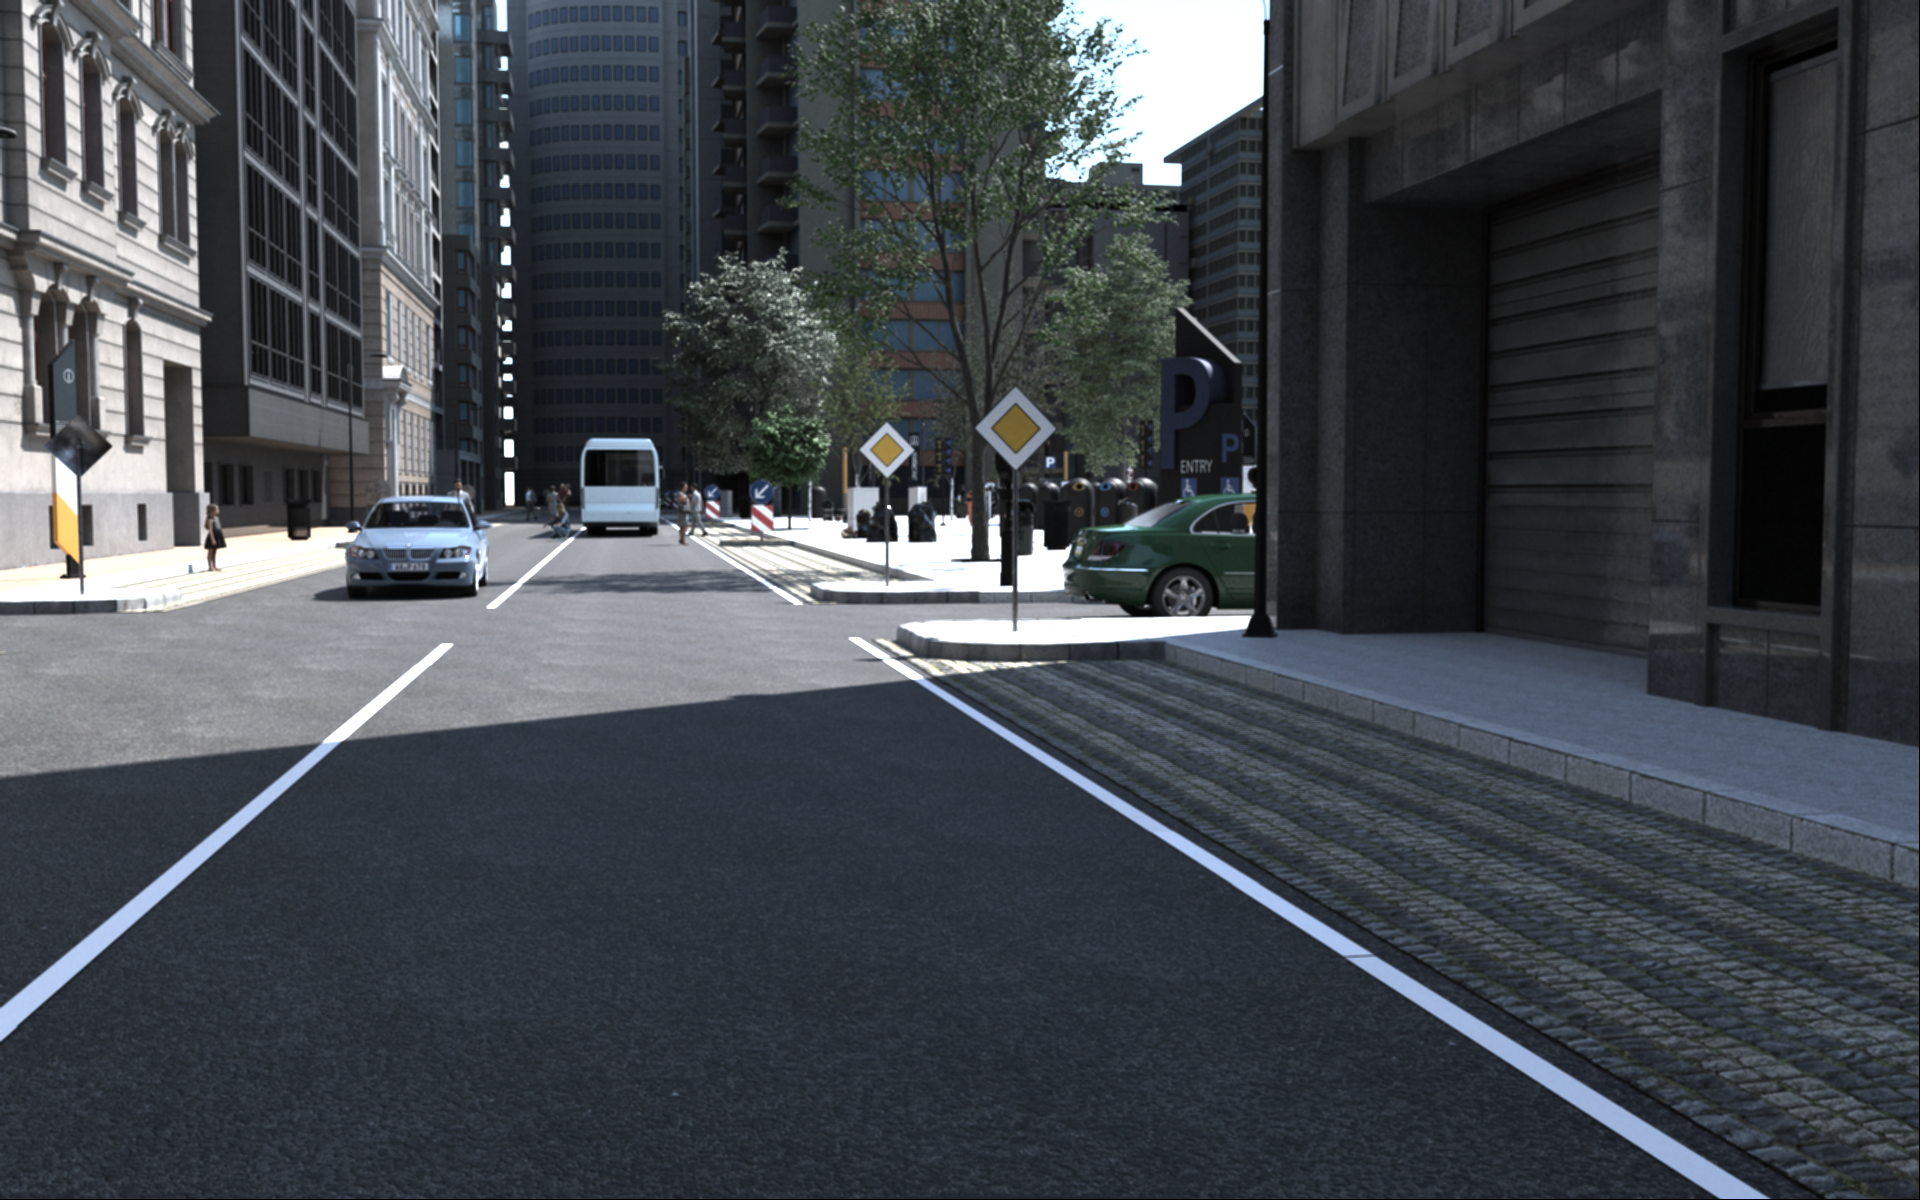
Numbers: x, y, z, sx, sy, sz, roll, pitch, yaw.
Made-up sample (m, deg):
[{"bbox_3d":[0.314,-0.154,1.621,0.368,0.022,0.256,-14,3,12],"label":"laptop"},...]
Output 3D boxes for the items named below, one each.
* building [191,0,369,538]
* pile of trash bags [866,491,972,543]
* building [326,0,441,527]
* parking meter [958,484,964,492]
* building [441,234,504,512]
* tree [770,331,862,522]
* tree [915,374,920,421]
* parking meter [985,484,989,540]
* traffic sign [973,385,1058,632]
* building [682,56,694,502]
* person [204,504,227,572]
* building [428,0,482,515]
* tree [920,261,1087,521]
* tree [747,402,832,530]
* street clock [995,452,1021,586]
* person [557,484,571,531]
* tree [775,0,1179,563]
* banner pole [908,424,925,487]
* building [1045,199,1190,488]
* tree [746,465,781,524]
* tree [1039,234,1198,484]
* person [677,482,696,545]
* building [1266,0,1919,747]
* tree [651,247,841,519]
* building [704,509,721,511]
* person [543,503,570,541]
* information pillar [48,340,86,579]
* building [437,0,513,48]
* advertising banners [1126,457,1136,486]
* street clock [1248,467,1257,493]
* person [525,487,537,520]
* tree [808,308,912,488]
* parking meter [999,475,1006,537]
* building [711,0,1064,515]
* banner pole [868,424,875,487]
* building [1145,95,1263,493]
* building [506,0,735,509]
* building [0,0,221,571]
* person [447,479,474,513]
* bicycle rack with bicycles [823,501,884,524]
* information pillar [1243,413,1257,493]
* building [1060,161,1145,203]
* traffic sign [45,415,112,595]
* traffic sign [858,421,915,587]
[{"bbox_3d":[-27.700,-15.938,54.092,14.314,27.812,24.014,-1,4,-11],"label":"building"},{"bbox_3d":[-0.897,-2.247,46.485,3.447,1.369,1.912,1,4,15],"label":"pile of trash bags"},{"bbox_3d":[-30.583,-17.739,75.940,13.634,28.700,20.117,-1,4,-11],"label":"building"},{"bbox_3d":[0.079,-5.731,99.420,0.255,1.863,0.399,1,4,16],"label":"parking meter"},{"bbox_3d":[-48.985,-17.267,127.347,27.650,21.520,28.899,-1,4,-11],"label":"building"},{"bbox_3d":[-6.688,-7.898,79.503,4.360,8.622,3.978,0,3,0],"label":"tree"},{"bbox_3d":[-0.284,-8.041,81.830,4.360,8.622,3.978,0,3,0],"label":"tree"},{"bbox_3d":[0.481,-1.925,39.881,0.372,1.533,0.369,0,3,0],"label":"parking meter"},{"bbox_3d":[0.510,-0.761,16.086,0.795,2.450,0.064,-1,4,-11],"label":"traffic sign"},{"bbox_3d":[-19.503,-29.557,166.848,14.154,41.232,14.086,-1,4,-11],"label":"building"},{"bbox_3d":[-13.710,-1.145,31.897,0.373,1.253,0.362,1,4,9],"label":"person"},{"bbox_3d":[-39.693,-40.602,102.098,20.563,71.187,20.611,-1,4,-11],"label":"building"},{"bbox_3d":[1.720,-6.447,55.774,4.360,8.622,3.978,0,3,0],"label":"tree"},{"bbox_3d":[-6.108,-4.766,61.637,4.285,4.588,4.351,0,3,0],"label":"tree"},{"bbox_3d":[0.679,-1.200,24.192,0.358,2.002,0.471,1,4,23],"label":"street clock"},{"bbox_3d":[-15.389,-3.608,67.463,0.580,1.828,0.573,1,4,10],"label":"person"},{"bbox_3d":[0.382,-6.545,32.763,9.928,11.665,9.643,0,3,0],"label":"tree"},{"bbox_3d":[-1.501,-4.389,61.776,0.863,3.779,0.401,3,4,36],"label":"banner pole"},{"bbox_3d":[14.072,-24.564,173.329,14.107,30.474,14.160,-1,4,-11],"label":"building"},{"bbox_3d":[-8.379,-4.879,74.379,1.663,3.219,1.824,0,3,0],"label":"tree"},{"bbox_3d":[7.259,-9.626,75.511,7.486,12.596,7.792,0,3,0],"label":"tree"},{"bbox_3d":[-7.708,-2.436,48.689,0.532,1.782,0.716,0,4,3],"label":"person"},{"bbox_3d":[10.706,-11.581,7.373,12.078,24.808,19.932,-1,4,-11],"label":"building"},{"bbox_3d":[-10.588,-11.138,88.758,9.857,13.997,8.962,0,3,0],"label":"tree"},{"bbox_3d":[-12.080,-36.939,145.946,21.231,58.520,28.212,-1,4,-11],"label":"building"},{"bbox_3d":[-12.257,-2.383,52.955,0.738,1.151,1.012,-2,4,-29],"label":"person"},{"bbox_3d":[-13.539,-2.132,26.213,0.183,3.616,0.504,1,4,13],"label":"information pillar"},{"bbox_3d":[-55.646,-32.721,154.600,30.456,49.044,23.786,-1,4,-11],"label":"building"},{"bbox_3d":[7.334,-5.263,82.239,2.074,3.025,0.090,1,4,13],"label":"advertising banners"},{"bbox_3d":[7.826,-2.508,45.579,0.471,2.002,0.358,-1,4,-20],"label":"street clock"},{"bbox_3d":[-23.583,-5.301,95.277,0.850,1.850,0.679,3,4,38],"label":"person"},{"bbox_3d":[-3.972,-7.201,68.092,4.737,8.622,4.395,0,3,0],"label":"tree"},{"bbox_3d":[1.359,-2.827,51.938,0.255,1.863,0.399,-1,4,-21],"label":"parking meter"},{"bbox_3d":[-5.474,-28.375,118.554,22.147,44.769,28.867,-1,4,-11],"label":"building"},{"bbox_3d":[-3.152,-4.391,61.816,0.401,3.779,0.863,-1,4,-20],"label":"banner pole"},{"bbox_3d":[34.432,-29.126,168.098,23.993,40.220,32.217,-1,4,-11],"label":"building"},{"bbox_3d":[-34.544,-39.602,189.484,28.212,58.520,21.231,-1,4,-11],"label":"building"},{"bbox_3d":[-22.812,-14.874,30.586,14.401,28.519,23.554,-1,4,-11],"label":"building"},{"bbox_3d":[-11.813,-1.959,40.802,0.678,1.792,0.850,-1,4,-19],"label":"person"},{"bbox_3d":[-4.424,-3.726,74.302,2.852,0.926,2.925,2,4,33],"label":"bicycle rack with bicycles"},{"bbox_3d":[8.391,-3.601,50.235,0.183,3.616,0.504,-3,4,-36],"label":"information pillar"},{"bbox_3d":[18.760,-31.403,205.321,23.993,40.220,32.217,-1,4,-11],"label":"building"},{"bbox_3d":[-11.170,-1.122,21.983,0.795,2.450,0.064,-1,4,-11],"label":"traffic sign"},{"bbox_3d":[-1.011,-1.241,23.926,0.795,2.450,0.064,-1,4,-11],"label":"traffic sign"}]
